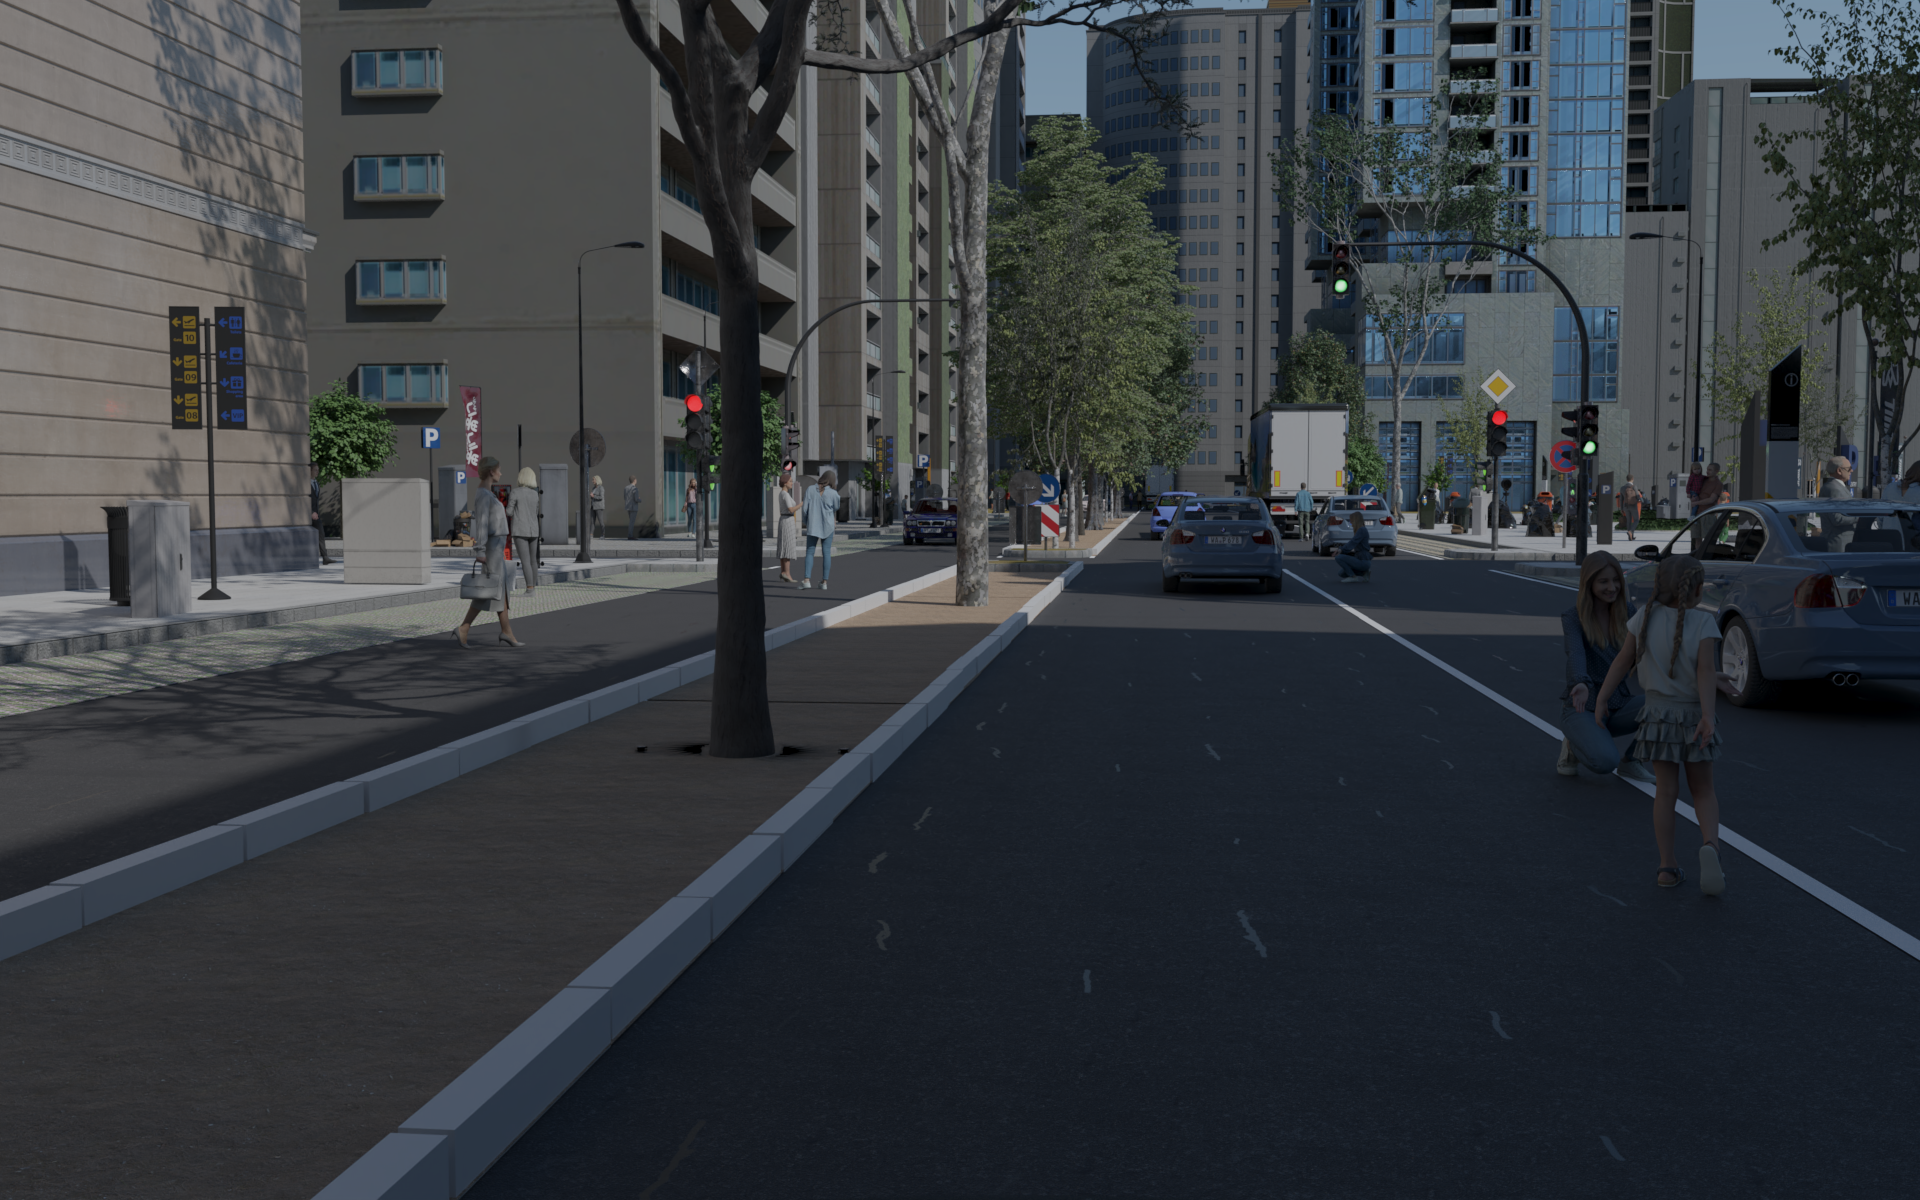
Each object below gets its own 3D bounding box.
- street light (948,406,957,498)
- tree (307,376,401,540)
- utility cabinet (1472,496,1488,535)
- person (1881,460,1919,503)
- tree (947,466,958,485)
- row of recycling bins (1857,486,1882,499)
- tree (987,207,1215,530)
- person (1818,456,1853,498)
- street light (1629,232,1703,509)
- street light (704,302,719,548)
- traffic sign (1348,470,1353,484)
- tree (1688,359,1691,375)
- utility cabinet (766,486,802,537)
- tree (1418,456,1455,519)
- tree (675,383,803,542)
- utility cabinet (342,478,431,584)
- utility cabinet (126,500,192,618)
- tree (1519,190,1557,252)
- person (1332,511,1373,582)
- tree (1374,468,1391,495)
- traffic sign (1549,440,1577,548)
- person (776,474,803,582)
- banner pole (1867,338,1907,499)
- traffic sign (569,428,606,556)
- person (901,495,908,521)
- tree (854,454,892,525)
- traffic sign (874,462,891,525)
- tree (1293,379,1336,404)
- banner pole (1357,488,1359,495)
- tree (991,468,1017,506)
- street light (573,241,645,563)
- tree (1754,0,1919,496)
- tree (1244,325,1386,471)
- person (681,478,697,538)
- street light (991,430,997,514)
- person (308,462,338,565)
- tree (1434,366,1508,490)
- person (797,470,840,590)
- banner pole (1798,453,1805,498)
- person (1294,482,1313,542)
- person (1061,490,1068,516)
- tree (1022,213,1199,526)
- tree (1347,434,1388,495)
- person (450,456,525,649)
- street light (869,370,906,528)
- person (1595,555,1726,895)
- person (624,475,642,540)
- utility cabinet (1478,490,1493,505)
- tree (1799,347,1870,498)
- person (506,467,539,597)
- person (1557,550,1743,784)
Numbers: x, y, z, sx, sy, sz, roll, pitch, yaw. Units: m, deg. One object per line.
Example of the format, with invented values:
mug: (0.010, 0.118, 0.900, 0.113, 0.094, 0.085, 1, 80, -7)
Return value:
street light: (-0.012, -7.137, 89.232, 1.470, 5.913, 1.316, 0, 4, 6)
tree: (-17.426, -3.960, 48.463, 4.285, 4.588, 4.351, 0, 3, 0)
utility cabinet: (16.240, -2.625, 54.082, 0.306, 1.237, 1.020, 2, 4, 27)
person: (9.989, -0.588, 18.376, 0.793, 1.790, 0.793, 1, 4, 13)
tree: (0.067, -6.485, 100.635, 1.663, 3.219, 1.824, 0, 3, 0)
row of recycling bins: (43.227, -4.548, 81.466, 3.534, 1.692, 1.069, 0, 4, -6)
tree: (5.244, -9.096, 68.185, 9.611, 12.733, 9.660, 0, 3, 0)
person: (8.731, -0.515, 17.090, 0.590, 1.801, 0.661, 1, 4, 20)
street light: (12.571, -3.565, 30.836, 1.470, 5.913, 1.316, 0, 4, 6)
street light: (-5.464, -4.175, 40.805, 1.470, 5.913, 1.316, 0, 4, 6)
traffic sign: (20.159, -5.532, 90.558, 0.768, 2.556, 0.104, 1, 4, 15)
tree: (25.418, -6.378, 54.636, 4.737, 8.622, 4.395, 0, 3, 0)
utility cabinet: (-5.190, -2.588, 50.988, 0.318, 1.500, 1.173, 3, 4, 39)
tree: (24.236, -5.684, 87.532, 1.663, 3.219, 1.824, 0, 3, 0)
tree: (-5.922, -3.845, 46.587, 4.285, 4.588, 4.351, 0, 3, 0)
utility cabinet: (-8.134, -0.973, 24.585, 1.173, 1.500, 0.318, 1, 4, 9)
utility cabinet: (-8.480, -0.442, 18.389, 0.306, 1.237, 1.020, 0, 4, -5)
tree: (20.751, -13.456, 75.898, 12.611, 20.169, 13.585, 0, 3, 0)
person: (6.320, -0.864, 28.132, 0.738, 1.151, 1.012, 1, 4, 23)
tree: (26.211, -6.938, 108.045, 1.663, 3.219, 1.824, 0, 3, 0)
traffic sign: (14.314, -2.499, 40.964, 0.768, 2.556, 0.104, 1, 4, 13)
person: (-2.731, -1.168, 28.168, 0.524, 1.755, 0.480, -1, 4, -22)
banner pole: (14.736, -2.305, 27.701, 0.401, 3.779, 0.863, -1, 4, -10)
traffic sign: (-7.172, -2.032, 33.329, 0.768, 2.556, 0.104, 1, 4, 14)
person: (-2.642, -4.394, 82.569, 0.352, 1.250, 0.332, 0, 4, -3)
tree: (-3.253, -4.695, 71.367, 1.663, 3.219, 1.824, 0, 3, 0)
traffic sign: (-3.082, -4.157, 68.076, 0.768, 2.556, 0.104, 1, 4, 12)
tree: (22.646, -9.769, 110.079, 4.737, 8.622, 4.395, 0, 3, 0)
banner pole: (24.487, -7.129, 106.569, 0.401, 3.779, 0.863, 0, 4, 3)
tree: (3.415, -8.187, 128.454, 1.663, 3.219, 1.824, 0, 3, 0)
street light: (-6.486, -3.639, 32.040, 1.470, 5.913, 1.316, 0, 4, 6)
tree: (12.320, -4.420, 22.626, 4.737, 8.622, 4.395, 0, 3, 0)
tree: (24.181, -12.289, 117.928, 9.611, 12.733, 9.660, 0, 3, 0)
person: (-7.942, -2.732, 51.306, 0.593, 1.750, 0.643, 0, 4, 6)
street light: (2.771, -8.627, 113.598, 1.470, 5.913, 1.316, 0, 4, 6)
person: (-11.634, -1.553, 31.219, 0.755, 1.850, 0.659, 1, 4, 17)
tree: (29.232, -9.072, 98.688, 4.737, 8.622, 4.395, 0, 3, 0)
person: (-2.125, -1.056, 26.039, 0.793, 1.790, 0.793, -3, 5, -40)
banner pole: (50.626, -6.995, 104.378, 0.863, 3.779, 0.401, -1, 4, -17)
person: (10.356, -2.652, 52.199, 0.601, 1.785, 0.444, 0, 4, -1)
person: (6.815, -6.299, 112.496, 0.512, 1.701, 0.522, 1, 4, 16)
tree: (6.205, -10.339, 78.159, 9.857, 13.997, 8.962, 0, 3, 0)
tree: (21.500, -6.753, 94.127, 4.285, 4.588, 4.351, 0, 3, 0)
person: (-4.403, -0.443, 16.102, 0.624, 1.780, 0.694, 0, 3, 0)
street light: (-2.725, -5.657, 65.036, 1.470, 5.913, 1.316, 0, 4, 6)
person: (2.555, 0.441, 6.311, 0.505, 1.210, 0.382, 3, 4, 36)
person: (-9.107, -2.584, 48.489, 0.606, 1.804, 0.583, 3, 4, 37)
utility cabinet: (31.793, -5.890, 104.974, 1.173, 1.500, 0.318, -3, 4, -36)
tree: (42.271, -8.255, 85.337, 4.360, 8.622, 3.978, 0, 3, 0)
person: (-6.076, -0.935, 23.966, 0.526, 1.800, 0.537, 3, 5, 42)
person: (3.361, 0.329, 8.617, 1.012, 1.151, 0.738, 0, 4, -7)
